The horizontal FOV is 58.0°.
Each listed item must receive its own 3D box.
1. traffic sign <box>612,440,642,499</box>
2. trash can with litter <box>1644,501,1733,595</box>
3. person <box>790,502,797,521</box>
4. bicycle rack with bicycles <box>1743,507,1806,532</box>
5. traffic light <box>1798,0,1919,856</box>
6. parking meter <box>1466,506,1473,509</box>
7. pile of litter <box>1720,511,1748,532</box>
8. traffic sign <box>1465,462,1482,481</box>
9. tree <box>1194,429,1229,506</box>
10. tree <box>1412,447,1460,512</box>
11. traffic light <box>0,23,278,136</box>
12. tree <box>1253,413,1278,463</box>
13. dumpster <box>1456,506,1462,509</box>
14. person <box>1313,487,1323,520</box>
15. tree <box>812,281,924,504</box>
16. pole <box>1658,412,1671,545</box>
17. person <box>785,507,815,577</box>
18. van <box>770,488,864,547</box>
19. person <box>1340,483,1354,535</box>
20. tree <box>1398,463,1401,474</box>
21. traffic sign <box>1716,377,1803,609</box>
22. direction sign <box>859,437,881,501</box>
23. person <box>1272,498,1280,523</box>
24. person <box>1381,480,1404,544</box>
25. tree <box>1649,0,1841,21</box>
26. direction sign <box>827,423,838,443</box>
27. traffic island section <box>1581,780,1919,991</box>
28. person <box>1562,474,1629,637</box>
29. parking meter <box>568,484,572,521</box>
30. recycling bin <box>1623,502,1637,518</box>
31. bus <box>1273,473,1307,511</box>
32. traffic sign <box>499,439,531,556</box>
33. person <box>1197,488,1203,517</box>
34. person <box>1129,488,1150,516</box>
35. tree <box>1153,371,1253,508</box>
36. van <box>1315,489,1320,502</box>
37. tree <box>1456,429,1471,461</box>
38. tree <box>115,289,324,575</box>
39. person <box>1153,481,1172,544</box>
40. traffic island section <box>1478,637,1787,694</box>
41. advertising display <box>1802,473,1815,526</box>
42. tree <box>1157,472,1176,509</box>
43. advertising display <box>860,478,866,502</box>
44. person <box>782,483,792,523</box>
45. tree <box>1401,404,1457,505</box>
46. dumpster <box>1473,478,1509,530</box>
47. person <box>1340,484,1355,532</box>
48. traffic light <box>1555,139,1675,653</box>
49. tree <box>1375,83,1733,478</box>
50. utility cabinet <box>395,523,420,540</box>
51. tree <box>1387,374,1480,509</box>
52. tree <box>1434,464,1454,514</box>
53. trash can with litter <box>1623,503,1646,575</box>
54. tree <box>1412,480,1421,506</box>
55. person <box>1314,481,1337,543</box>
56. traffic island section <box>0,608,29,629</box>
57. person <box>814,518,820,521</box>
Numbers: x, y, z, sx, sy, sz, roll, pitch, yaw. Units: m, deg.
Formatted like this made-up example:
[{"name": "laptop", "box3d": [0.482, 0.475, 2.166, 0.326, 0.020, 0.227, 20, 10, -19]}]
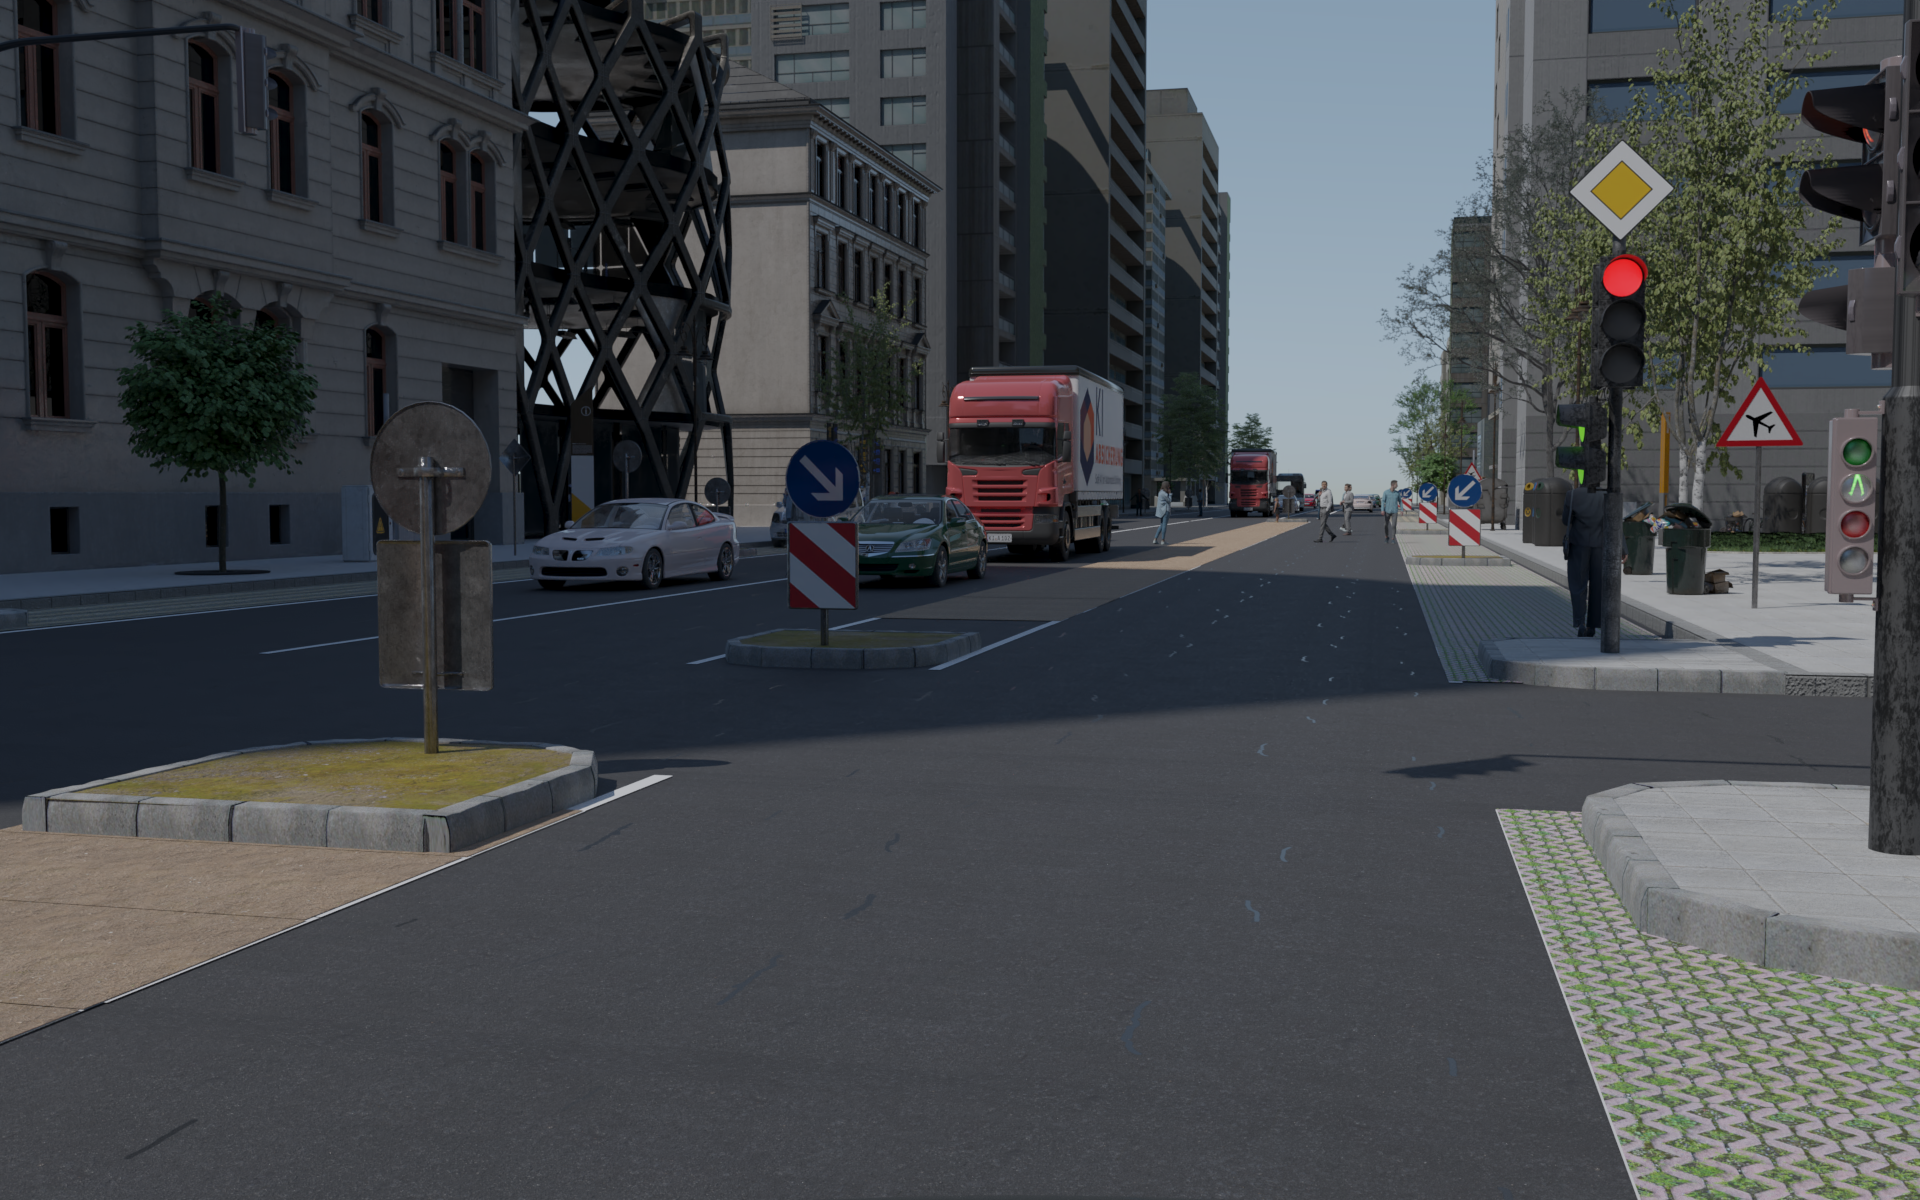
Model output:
[{"name": "traffic sign", "box3d": [-7.880, -2.498, 40.944, 0.768, 2.556, 0.104, 1, 4, 18]}, {"name": "trash can with litter", "box3d": [9.439, -0.666, 22.277, 1.055, 1.170, 0.624, -2, 4, -34]}, {"name": "person", "box3d": [-3.114, -1.576, 34.395, 0.709, 1.813, 0.853, 2, 4, 26]}, {"name": "bicycle rack with bicycles", "box3d": [22.839, -2.093, 47.606, 2.925, 0.926, 2.852, -1, 4, -13]}, {"name": "traffic light", "box3d": [1.308, -1.947, 6.504, 4.771, 5.953, 1.251, 1, 4, 14]}, {"name": "parking meter", "box3d": [20.021, -3.658, 68.214, 0.372, 1.533, 0.369, 0, 3, 0]}, {"name": "pile of litter", "box3d": [19.796, -1.874, 44.610, 1.176, 0.858, 1.719, -1, 4, -9]}, {"name": "traffic sign", "box3d": [20.882, -4.326, 70.732, 0.884, 2.594, 0.081, 1, 4, 14]}, {"name": "tree", "box3d": [25.741, -14.047, 180.024, 4.360, 8.622, 3.978, 0, 3, 0]}, {"name": "tree", "box3d": [33.711, -8.491, 122.548, 4.285, 4.588, 4.351, 0, 3, 0]}, {"name": "traffic light", "box3d": [-9.140, -2.614, 17.411, 4.771, 5.953, 1.251, 1, 4, 14]}, {"name": "tree", "box3d": [40.537, -19.789, 241.675, 7.486, 12.596, 7.792, 0, 3, 0]}, {"name": "dumpster", "box3d": [22.325, -4.284, 75.810, 1.264, 1.857, 1.865, 1, 4, 13]}, {"name": "person", "box3d": [20.246, -5.404, 96.945, 0.705, 1.814, 1.350, -3, 5, -39]}, {"name": "tree", "box3d": [-3.272, -6.750, 60.724, 4.737, 8.622, 4.395, 0, 3, 0]}, {"name": "pole", "box3d": [17.583, -3.021, 43.233, 0.158, 3.312, 0.155, 0, 3, 0]}, {"name": "person", "box3d": [-2.563, -1.178, 28.112, 0.624, 1.780, 0.694, -1, 4, -17]}, {"name": "van", "box3d": [-3.876, -2.470, 47.400, 2.013, 2.044, 4.112, 1, 4, 13]}, {"name": "person", "box3d": [13.402, -3.153, 60.246, 0.583, 1.804, 0.606, -1, 4, -21]}, {"name": "tree", "box3d": [44.992, -13.341, 168.492, 4.737, 8.622, 4.395, 0, 3, 0]}, {"name": "traffic sign", "box3d": [8.907, -1.183, 19.342, 0.884, 2.594, 0.081, 1, 4, 22]}, {"name": "direction sign", "box3d": [-3.597, -4.722, 69.196, 0.876, 3.537, 0.379, -1, 4, -20]}, {"name": "person", "box3d": [15.792, -4.488, 86.552, 0.373, 1.253, 0.362, 2, 4, 31]}, {"name": "person", "box3d": [12.534, -2.559, 50.206, 0.638, 1.841, 0.748, 1, 4, 16]}, {"name": "tree", "box3d": [10.266, -4.512, 24.141, 4.737, 8.622, 4.395, 0, 3, 0]}, {"name": "direction sign", "box3d": [-4.081, -3.876, 55.369, 0.379, 3.537, 0.876, 1, 4, 17]}, {"name": "traffic island section", "box3d": [3.399, 0.980, 6.256, 2.009, 0.180, 2.903, 1, 4, 14]}, {"name": "person", "box3d": [6.107, -0.478, 16.729, 0.576, 1.772, 0.534, 0, 4, -5]}, {"name": "parking meter", "box3d": [-9.304, -2.056, 42.019, 0.372, 1.533, 0.369, 0, 3, 0]}, {"name": "recycling bin", "box3d": [21.488, -2.677, 56.323, 0.722, 1.027, 0.722, -1, 4, -8]}, {"name": "bus", "box3d": [27.983, -9.318, 147.215, 2.948, 3.499, 13.247, 1, 4, 12]}, {"name": "traffic sign", "box3d": [-9.274, -2.132, 36.051, 0.795, 2.450, 0.064, 1, 4, 22]}, {"name": "person", "box3d": [15.334, -6.241, 110.622, 0.705, 1.814, 1.350, 0, 3, 0]}, {"name": "person", "box3d": [11.587, -6.325, 111.931, 1.348, 1.821, 0.705, 0, 4, -5]}, {"name": "tree", "box3d": [21.466, -14.834, 160.660, 7.486, 12.596, 7.792, 0, 3, 0]}, {"name": "van", "box3d": [45.716, -13.087, 218.360, 2.240, 2.365, 5.245, 1, 4, 16]}, {"name": "tree", "box3d": [14.550, -5.441, 39.317, 4.737, 8.622, 4.395, 0, 3, 0]}, {"name": "tree", "box3d": [-11.897, -2.695, 27.771, 4.285, 4.588, 4.351, 0, 3, 0]}, {"name": "person", "box3d": [5.776, -2.482, 49.353, 0.793, 1.790, 0.793, 3, 5, 44]}, {"name": "traffic island section", "box3d": [5.282, 0.505, 14.017, 2.009, 0.180, 2.903, 1, 4, 14]}, {"name": "advertising display", "box3d": [25.599, -2.881, 52.312, 0.123, 1.923, 0.974, 3, 5, 40]}, {"name": "tree", "box3d": [18.278, -9.706, 153.292, 1.663, 3.219, 1.824, 0, 3, 0]}, {"name": "advertising display", "box3d": [-4.103, -4.021, 70.952, 0.974, 1.923, 0.123, -3, 4, -37]}, {"name": "person", "box3d": [-4.155, -2.134, 43.649, 0.793, 1.790, 0.793, 0, 4, 8]}, {"name": "tree", "box3d": [39.027, -11.655, 140.920, 4.737, 8.622, 4.395, 0, 3, 0]}, {"name": "dumpster", "box3d": [19.029, -3.448, 62.137, 1.264, 1.857, 1.865, 1, 4, 14]}, {"name": "person", "box3d": [14.833, -3.544, 66.456, 0.620, 1.820, 0.660, 3, 4, 38]}, {"name": "traffic light", "box3d": [5.246, -1.528, 13.912, 0.839, 4.253, 0.868, 1, 4, 14]}, {"name": "tree", "box3d": [17.736, -8.629, 51.448, 12.009, 13.543, 11.850, 0, 3, 0]}, {"name": "utility cabinet", "box3d": [-11.719, -1.557, 36.612, 0.306, 1.237, 1.020, 1, 4, 13]}, {"name": "tree", "box3d": [40.762, -13.668, 149.228, 9.928, 11.665, 9.643, 0, 3, 0]}, {"name": "tree", "box3d": [31.271, -7.126, 111.110, 1.663, 3.219, 1.824, 0, 3, 0]}, {"name": "trash can with litter", "box3d": [10.553, -0.991, 27.589, 1.055, 1.170, 0.624, 2, 4, 24]}, {"name": "tree", "box3d": [51.185, -12.113, 192.650, 1.663, 3.219, 1.824, 0, 3, 0]}, {"name": "person", "box3d": [10.822, -2.616, 51.378, 0.850, 1.850, 0.679, -1, 4, -21]}, {"name": "traffic island section", "box3d": [-11.230, 0.261, 18.014, 2.009, 0.180, 2.903, 1, 4, 14]}, {"name": "person", "box3d": [-2.975, -1.635, 35.802, 0.524, 1.755, 0.480, 3, 4, 36]}]
